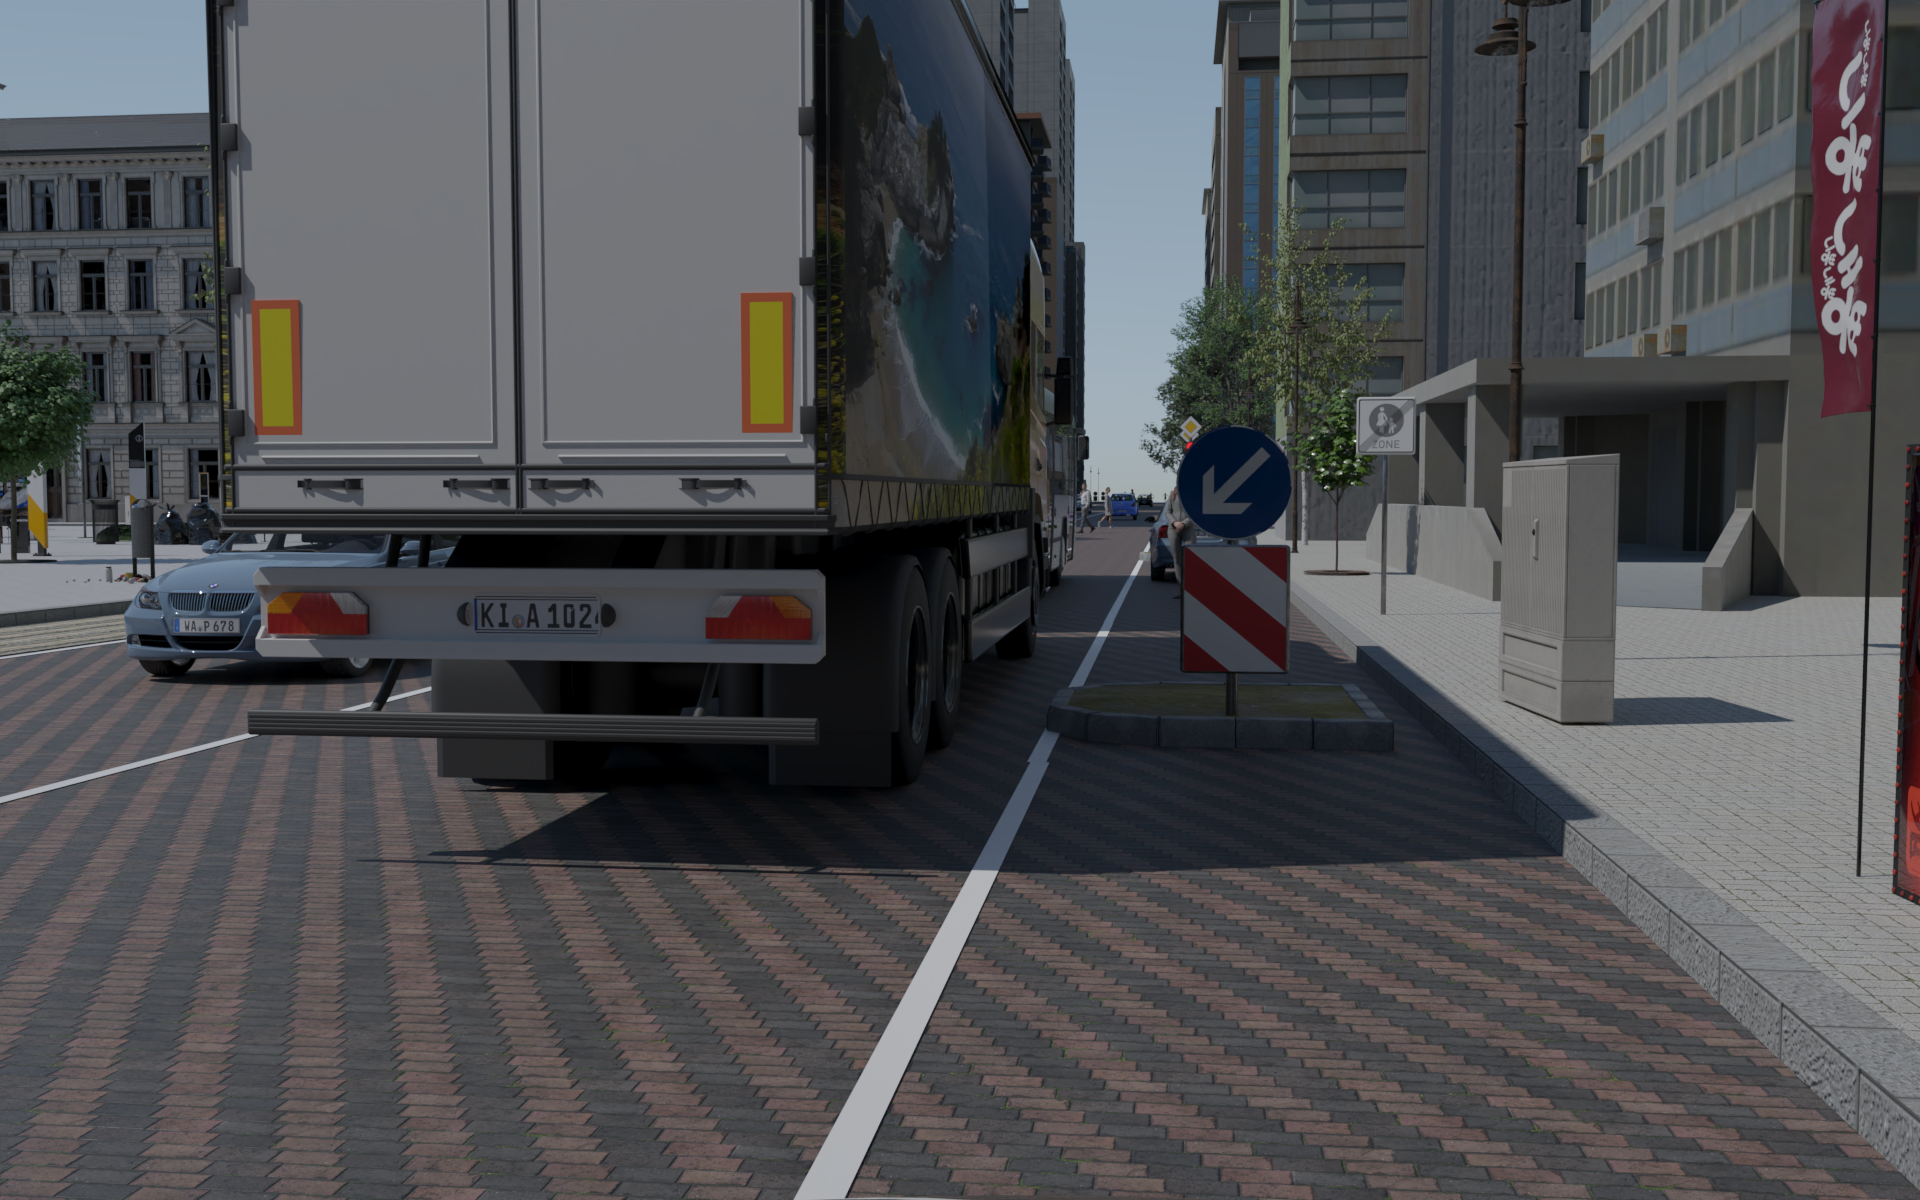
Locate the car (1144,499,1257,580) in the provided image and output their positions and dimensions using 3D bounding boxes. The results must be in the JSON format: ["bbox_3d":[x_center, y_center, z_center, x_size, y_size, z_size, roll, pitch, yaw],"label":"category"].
[{"bbox_3d":[4.176,-1.095,29.909,2.014,1.417,4.499,0,4,7],"label":"car"}]

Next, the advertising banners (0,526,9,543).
[{"bbox_3d":[-25.014,-2.974,44.811,0.090,3.025,2.074,1,4,8],"label":"advertising banners"}]

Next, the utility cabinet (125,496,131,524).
[{"bbox_3d":[-31.212,-3.308,65.246,0.306,1.237,1.020,-2,4,-35],"label":"utility cabinet"}]

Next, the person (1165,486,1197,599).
[{"bbox_3d":[3.044,-0.908,23.624,0.520,1.790,0.573,1,4,10],"label":"person"}]

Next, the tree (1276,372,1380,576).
[{"bbox_3d":[6.063,-2.008,27.434,1.663,3.219,1.824,0,3,0],"label":"tree"}]

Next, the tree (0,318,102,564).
[{"bbox_3d":[-17.786,-2.974,32.342,4.285,4.588,4.351,0,3,0],"label":"tree"}]

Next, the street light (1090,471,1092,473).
[{"bbox_3d":[21.080,-18.734,279.095,0.468,5.910,1.993,0,4,7],"label":"street light"}]

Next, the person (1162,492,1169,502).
[{"bbox_3d":[35.978,-17.984,303.317,1.217,1.735,0.721,2,4,27],"label":"person"}]

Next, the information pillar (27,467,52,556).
[{"bbox_3d":[-19.014,-2.711,35.671,0.504,3.616,0.183,2,4,25],"label":"information pillar"}]

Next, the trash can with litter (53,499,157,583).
[{"bbox_3d":[-11.796,-0.866,25.219,2.233,1.210,1.678,3,4,36],"label":"trash can with litter"}]

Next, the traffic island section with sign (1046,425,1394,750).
[{"bbox_3d":[1.564,-0.129,10.733,1.989,1.847,2.006,0,4,7],"label":"traffic island section with sign"}]

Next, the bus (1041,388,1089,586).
[{"bbox_3d":[-0.013,-1.807,24.401,2.948,3.499,13.247,0,4,8],"label":"bus"}]

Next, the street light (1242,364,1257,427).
[{"bbox_3d":[10.286,-5.439,61.711,0.468,5.910,1.993,0,4,7],"label":"street light"}]

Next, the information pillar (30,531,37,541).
[{"bbox_3d":[-25.526,-2.641,47.673,0.304,2.012,0.304,1,4,15],"label":"information pillar"}]

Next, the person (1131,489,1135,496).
[{"bbox_3d":[12.585,-7.211,126.491,0.616,1.811,0.778,2,4,24],"label":"person"}]

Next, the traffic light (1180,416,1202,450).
[{"bbox_3d":[8.276,-4.490,62.326,0.839,4.253,0.868,0,4,7],"label":"traffic light"}]

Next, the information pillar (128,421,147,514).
[{"bbox_3d":[-26.475,-3.941,55.790,0.504,3.616,0.183,-1,4,-13],"label":"information pillar"}]

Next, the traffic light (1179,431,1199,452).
[{"bbox_3d":[9.262,-4.974,70.250,0.839,4.253,0.868,0,4,7],"label":"traffic light"}]

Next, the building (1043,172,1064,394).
[{"bbox_3d":[6.890,-36.009,238.850,14.600,45.320,14.200,0,4,7],"label":"building"}]

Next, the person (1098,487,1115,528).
[{"bbox_3d":[6.134,-3.852,72.226,0.760,1.731,0.466,-2,4,-26],"label":"person"}]

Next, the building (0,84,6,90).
[{"bbox_3d":[-62.647,-17.642,85.711,25.104,27.353,12.463,0,4,7],"label":"building"}]

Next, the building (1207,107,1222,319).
[{"bbox_3d":[40.769,-35.632,206.291,21.300,48.544,21.600,0,4,7],"label":"building"}]

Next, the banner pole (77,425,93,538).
[{"bbox_3d":[-25.411,-3.673,50.078,0.401,3.779,0.863,-1,4,-14],"label":"banner pole"}]

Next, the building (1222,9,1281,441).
[{"bbox_3d":[31.668,-31.300,161.859,14.600,45.320,14.200,0,4,7],"label":"building"}]

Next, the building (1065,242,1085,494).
[{"bbox_3d":[12.359,-36.098,273.796,14.154,41.232,14.086,0,4,7],"label":"building"}]

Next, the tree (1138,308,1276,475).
[{"bbox_3d":[16.164,-11.610,106.825,9.611,12.733,9.660,0,3,0],"label":"tree"}]

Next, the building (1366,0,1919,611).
[{"bbox_3d":[23.209,-20.336,24.376,32.217,40.220,23.993,0,4,7],"label":"building"}]

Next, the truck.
[{"bbox_3d":[-0.925,-1.407,11.922,2.839,4.237,11.283,0,4,7],"label":"truck"}]

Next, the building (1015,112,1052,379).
[{"bbox_3d":[-1.146,-33.138,196.427,22.147,44.769,28.867,0,4,7],"label":"building"}]

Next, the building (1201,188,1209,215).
[{"bbox_3d":[54.465,-42.658,286.691,28.713,52.752,27.495,0,4,7],"label":"building"}]

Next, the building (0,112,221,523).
[{"bbox_3d":[-40.464,-13.309,82.223,19.286,19.102,10.561,0,4,7],"label":"building"}]

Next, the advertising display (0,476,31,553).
[{"bbox_3d":[-20.353,-1.973,37.471,0.974,1.923,0.123,0,4,-8],"label":"advertising display"}]

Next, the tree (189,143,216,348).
[{"bbox_3d":[-10.793,-4.873,30.041,4.737,8.622,4.395,0,3,0],"label":"tree"}]

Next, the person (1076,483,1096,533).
[{"bbox_3d":[4.595,-3.360,63.535,0.850,1.850,0.679,-1,4,-22],"label":"person"}]

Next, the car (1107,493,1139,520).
[{"bbox_3d":[9.026,-5.316,96.512,1.945,1.707,3.694,0,4,5],"label":"car"}]

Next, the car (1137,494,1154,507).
[{"bbox_3d":[20.729,-11.282,194.240,2.009,1.686,4.222,1,4,9],"label":"car"}]

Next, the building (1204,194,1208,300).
[{"bbox_3d":[47.912,-39.075,262.572,21.300,48.544,21.600,0,4,7],"label":"building"}]

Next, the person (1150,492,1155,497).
[{"bbox_3d":[29.684,-15.893,269.062,1.217,1.735,0.721,0,4,-6],"label":"person"}]

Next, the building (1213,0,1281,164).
[{"bbox_3d":[41.108,-36.220,181.430,28.713,52.752,27.495,0,4,7],"label":"building"}]

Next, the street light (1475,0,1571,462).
[{"bbox_3d":[4.234,-2.468,13.135,0.468,5.910,1.993,0,4,7],"label":"street light"}]

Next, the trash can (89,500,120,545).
[{"bbox_3d":[-21.804,-1.990,44.186,0.748,1.137,0.748,0,3,0],"label":"trash can"}]

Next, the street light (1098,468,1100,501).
[{"bbox_3d":[24.259,-20.211,303.241,0.468,5.910,1.993,0,4,7],"label":"street light"}]

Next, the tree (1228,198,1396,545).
[{"bbox_3d":[8.630,-5.662,42.941,4.737,8.622,4.395,0,3,0],"label":"tree"}]

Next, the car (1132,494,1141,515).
[{"bbox_3d":[11.249,-6.594,117.593,2.009,1.686,4.222,0,4,6],"label":"car"}]

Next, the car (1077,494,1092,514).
[{"bbox_3d":[8.477,-6.924,125.000,2.131,1.459,4.920,1,4,9],"label":"car"}]

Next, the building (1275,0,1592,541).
[{"bbox_3d":[16.763,-22.553,52.340,14.154,41.232,14.086,0,4,7],"label":"building"}]

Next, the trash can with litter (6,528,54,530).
[{"bbox_3d":[-33.639,-3.164,62.788,1.678,1.210,2.233,-1,4,-18],"label":"trash can with litter"}]

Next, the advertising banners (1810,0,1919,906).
[{"bbox_3d":[2.999,-0.551,5.199,0.090,3.025,2.074,0,4,2],"label":"advertising banners"}]

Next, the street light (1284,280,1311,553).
[{"bbox_3d":[7.290,-3.960,37.541,0.468,5.910,1.993,0,4,7],"label":"street light"}]

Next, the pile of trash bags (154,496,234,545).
[{"bbox_3d":[-19.034,-2.151,44.923,1.912,1.369,3.447,2,4,27],"label":"pile of trash bags"}]

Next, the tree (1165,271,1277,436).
[{"bbox_3d":[13.376,-9.556,82.001,9.928,11.665,9.643,0,3,0],"label":"tree"}]

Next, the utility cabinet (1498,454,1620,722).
[{"bbox_3d":[3.467,-0.088,10.120,0.318,1.500,1.173,0,4,1],"label":"utility cabinet"}]

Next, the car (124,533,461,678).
[{"bbox_3d":[-5.384,-0.191,15.124,2.014,1.417,4.499,0,4,6],"label":"car"}]

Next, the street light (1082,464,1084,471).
[{"bbox_3d":[18.119,-17.252,254.852,0.468,5.910,1.993,0,4,7],"label":"street light"}]

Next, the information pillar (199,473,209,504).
[{"bbox_3d":[-25.980,-3.367,59.549,0.304,2.012,0.304,-2,4,-24],"label":"information pillar"}]

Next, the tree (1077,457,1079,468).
[{"bbox_3d":[12.839,-16.265,216.300,4.360,8.622,3.978,0,3,0],"label":"tree"}]

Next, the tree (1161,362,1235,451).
[{"bbox_3d":[18.160,-12.671,125.301,7.486,12.596,7.792,0,3,0],"label":"tree"}]

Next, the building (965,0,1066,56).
[{"bbox_3d":[7.237,-49.986,255.524,20.563,71.187,20.611,0,4,7],"label":"building"}]

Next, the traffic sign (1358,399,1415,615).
[{"bbox_3d":[4.500,-0.992,18.350,0.606,2.300,0.079,1,4,9],"label":"traffic sign"}]
